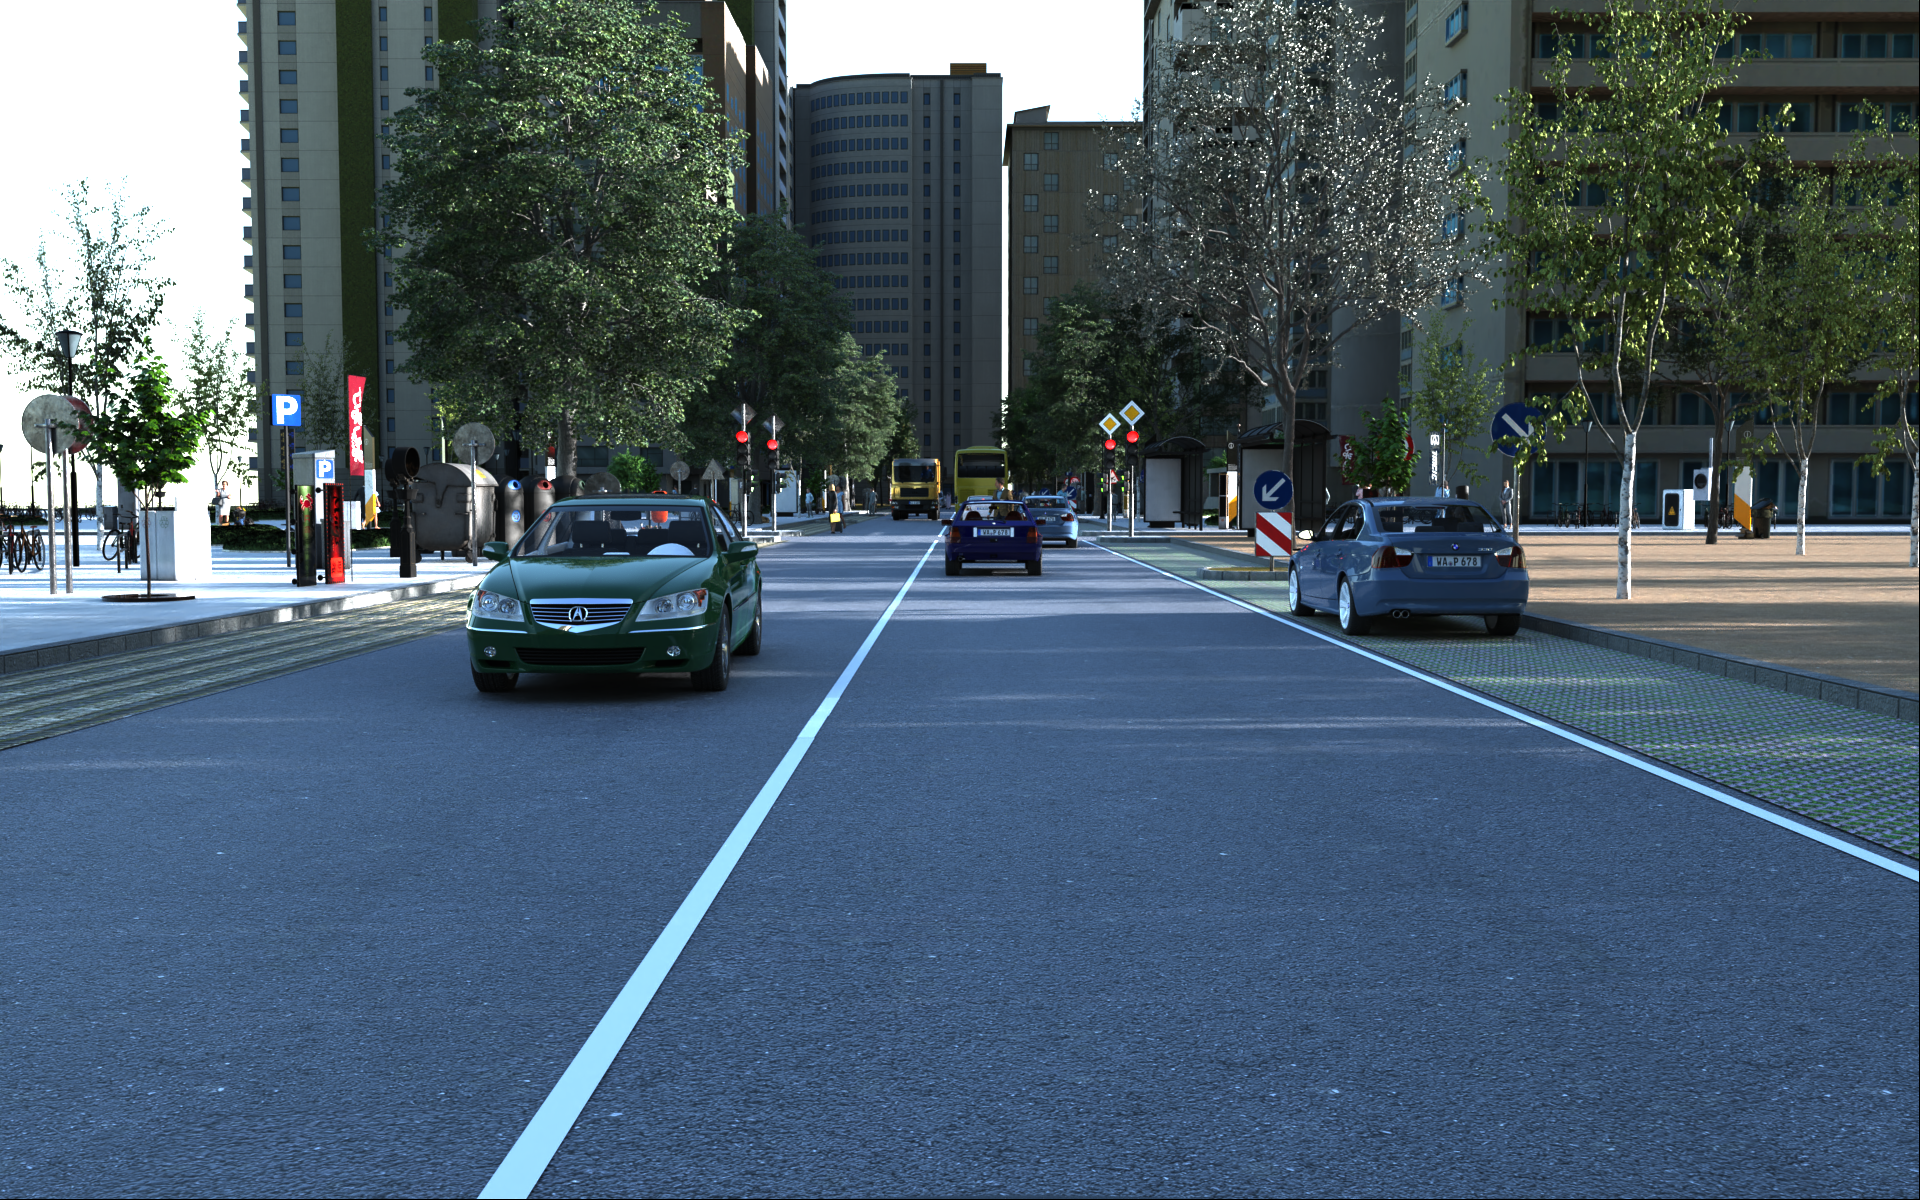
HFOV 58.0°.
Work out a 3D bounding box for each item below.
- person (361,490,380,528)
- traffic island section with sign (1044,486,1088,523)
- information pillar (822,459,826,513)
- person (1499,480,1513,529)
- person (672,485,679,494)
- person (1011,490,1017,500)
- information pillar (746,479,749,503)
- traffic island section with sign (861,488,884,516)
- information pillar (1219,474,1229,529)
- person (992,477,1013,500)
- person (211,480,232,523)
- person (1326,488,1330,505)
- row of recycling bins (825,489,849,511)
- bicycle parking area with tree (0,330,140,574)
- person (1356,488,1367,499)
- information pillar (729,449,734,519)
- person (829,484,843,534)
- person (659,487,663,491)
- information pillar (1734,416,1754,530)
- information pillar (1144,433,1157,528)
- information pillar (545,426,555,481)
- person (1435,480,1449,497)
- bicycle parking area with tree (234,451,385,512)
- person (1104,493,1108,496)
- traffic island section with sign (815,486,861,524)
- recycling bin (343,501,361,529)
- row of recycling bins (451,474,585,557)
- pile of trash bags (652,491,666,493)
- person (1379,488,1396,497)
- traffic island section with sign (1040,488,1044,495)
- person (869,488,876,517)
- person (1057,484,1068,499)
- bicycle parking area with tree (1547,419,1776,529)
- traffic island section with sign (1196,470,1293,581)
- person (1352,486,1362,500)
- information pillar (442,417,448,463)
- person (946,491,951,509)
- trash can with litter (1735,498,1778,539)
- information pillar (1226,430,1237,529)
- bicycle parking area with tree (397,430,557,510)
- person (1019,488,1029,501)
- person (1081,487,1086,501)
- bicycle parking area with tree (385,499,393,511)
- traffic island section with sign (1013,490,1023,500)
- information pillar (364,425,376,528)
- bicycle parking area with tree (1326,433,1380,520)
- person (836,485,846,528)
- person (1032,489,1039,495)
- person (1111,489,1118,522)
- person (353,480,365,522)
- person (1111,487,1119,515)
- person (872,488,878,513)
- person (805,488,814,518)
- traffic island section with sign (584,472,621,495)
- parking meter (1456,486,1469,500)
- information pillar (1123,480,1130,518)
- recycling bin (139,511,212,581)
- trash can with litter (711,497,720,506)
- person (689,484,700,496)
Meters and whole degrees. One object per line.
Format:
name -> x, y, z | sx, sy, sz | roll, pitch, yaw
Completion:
person -> -21.386, -3.477, 62.988 | 0.616, 1.811, 0.778 | 2, 4, 34
traffic island section with sign -> 5.295, -4.702, 85.501 | 1.989, 1.847, 2.006 | 0, 4, 0
information pillar -> -9.223, -7.684, 116.992 | 0.183, 3.616, 0.504 | -1, 4, -19
person -> 19.887, -3.475, 63.128 | 0.520, 1.790, 0.573 | 2, 4, 26
person -> -16.883, -5.936, 103.193 | 0.616, 1.811, 0.778 | -2, 4, -30
person -> 4.114, -7.819, 136.892 | 0.990, 1.755, 0.434 | 3, 4, 37
information pillar -> -10.436, -4.967, 85.694 | 0.304, 2.012, 0.304 | -1, 4, -10
traffic island section with sign -> -5.912, -6.298, 111.596 | 1.989, 1.847, 2.006 | 0, 4, 0
information pillar -> 9.579, -3.573, 62.905 | 0.304, 2.012, 0.304 | 1, 4, 22
person -> 0.983, -2.072, 42.283 | 0.656, 1.842, 0.836 | 0, 3, 0
person -> -26.687, -3.438, 62.612 | 0.716, 1.782, 0.532 | -1, 4, -23
person -> 13.338, -3.544, 64.087 | 0.635, 1.810, 0.391 | -1, 4, -14
row of recycling bins -> -9.324, -7.488, 129.548 | 1.069, 1.692, 3.534 | -2, 4, -29
bicycle parking area with tree -> -18.051, -2.610, 29.675 | 8.231, 4.147, 9.016 | -1, 4, -9
person -> 14.745, -3.441, 62.891 | 0.593, 1.750, 0.643 | -1, 4, -20
information pillar -> -11.551, -5.882, 87.531 | 0.183, 3.616, 0.504 | 1, 4, 16
person -> -4.552, -3.336, 63.266 | 0.699, 1.804, 1.509 | 1, 4, 12
person -> -20.846, -6.997, 121.036 | 0.643, 1.750, 0.593 | -2, 4, -27
information pillar -> 23.504, -3.704, 51.917 | 0.504, 3.616, 0.183 | 3, 4, 38
information pillar -> 7.293, -4.586, 66.334 | 0.504, 3.616, 0.183 | -1, 4, -9
information pillar -> -12.368, -3.724, 52.248 | 0.183, 3.616, 0.504 | 1, 4, 14
person -> 17.919, -3.565, 64.589 | 0.793, 1.790, 0.793 | 2, 4, 30
bicycle parking area with tree -> -42.561, -7.919, 116.481 | 8.231, 4.147, 9.016 | 1, 4, 9
person -> 16.673, -11.495, 194.712 | 1.217, 1.735, 0.721 | -1, 4, -11
traffic island section with sign -> -6.029, -4.644, 84.555 | 1.989, 1.847, 2.006 | 0, 4, 0
recycling bin -> -21.364, -2.934, 60.517 | 0.722, 1.027, 0.722 | -1, 4, -13
row of recycling bins -> -9.339, -1.809, 36.693 | 1.069, 1.692, 3.534 | 2, 4, 31
pile of trash bags -> -10.094, -2.457, 49.918 | 3.447, 1.369, 1.912 | -1, 4, -13
person -> 10.591, -2.235, 42.771 | 0.537, 1.800, 0.526 | -2, 4, -28
traffic island section with sign -> 5.414, -6.416, 113.533 | 1.989, 1.847, 2.006 | 0, 4, 0
person -> -5.586, -6.199, 109.945 | 0.391, 1.810, 0.635 | -3, 5, -41
person -> 4.064, -3.702, 68.885 | 0.638, 1.841, 0.748 | -2, 4, -29
bicycle parking area with tree -> 26.890, -4.885, 66.872 | 8.231, 4.147, 9.016 | 1, 4, 22
traffic island section with sign -> 5.066, -1.268, 29.358 | 1.989, 1.847, 2.006 | 0, 4, 0
person -> 15.295, -3.726, 66.326 | 0.474, 1.900, 0.648 | -2, 4, -27
information pillar -> -15.558, -3.731, 52.354 | 0.183, 3.616, 0.504 | -2, 4, -26
person -> -1.058, -9.411, 163.043 | 0.551, 1.740, 0.621 | -2, 4, -25
trash can with litter -> 22.814, -2.337, 49.605 | 1.055, 1.170, 0.624 | -1, 4, -20
information pillar -> 10.032, -4.431, 63.807 | 0.504, 3.616, 0.183 | -1, 4, -19
bicycle parking area with tree -> -19.987, -5.699, 80.187 | 9.016, 4.147, 8.231 | 0, 4, 7
person -> 3.714, -5.574, 99.728 | 0.694, 1.812, 0.767 | -1, 4, -10
person -> 8.059, -6.548, 113.592 | 0.782, 1.767, 0.515 | 2, 4, 30
bicycle parking area with tree -> -30.520, -7.356, 107.278 | 8.231, 4.147, 9.016 | -2, 4, -26
traffic island section with sign -> 5.732, -11.014, 188.700 | 1.989, 1.847, 2.006 | 0, 4, 0
information pillar -> -20.092, -4.134, 58.943 | 0.504, 3.616, 0.183 | 3, 4, 36
bicycle parking area with tree -> 18.428, -5.524, 77.312 | 9.016, 4.147, 8.231 | 1, 4, 23
person -> -5.023, -3.839, 71.363 | 0.616, 1.811, 0.778 | 2, 4, 29
person -> 5.740, -7.519, 131.532 | 0.679, 1.850, 0.850 | -1, 4, -12
person -> 7.041, -4.342, 79.632 | 0.523, 1.515, 0.503 | 1, 4, 15
person -> -24.408, -3.983, 70.950 | 0.659, 1.850, 0.755 | 2, 4, 28
person -> 9.580, -6.162, 107.465 | 0.731, 1.740, 0.598 | -3, 5, -43
person -> -6.586, -7.562, 131.500 | 0.474, 1.900, 0.648 | 3, 5, 43
person -> -8.164, -5.242, 93.560 | 0.330, 1.601, 0.589 | -3, 4, -38
traffic island section with sign -> -6.258, -1.313, 30.098 | 1.989, 1.847, 2.006 | 0, 4, 0
parking meter -> 14.925, -2.636, 51.502 | 0.372, 1.533, 0.369 | 0, 3, 0
information pillar -> 8.964, -5.399, 92.767 | 0.304, 2.012, 0.304 | 3, 5, 44
recycling bin -> -11.767, -0.821, 25.974 | 0.722, 1.027, 0.722 | 1, 4, 21
trash can with litter -> -10.701, -3.768, 72.998 | 1.055, 1.170, 0.624 | -2, 4, -31
person -> -14.952, -5.617, 97.659 | 0.659, 1.850, 0.755 | 1, 4, 10
